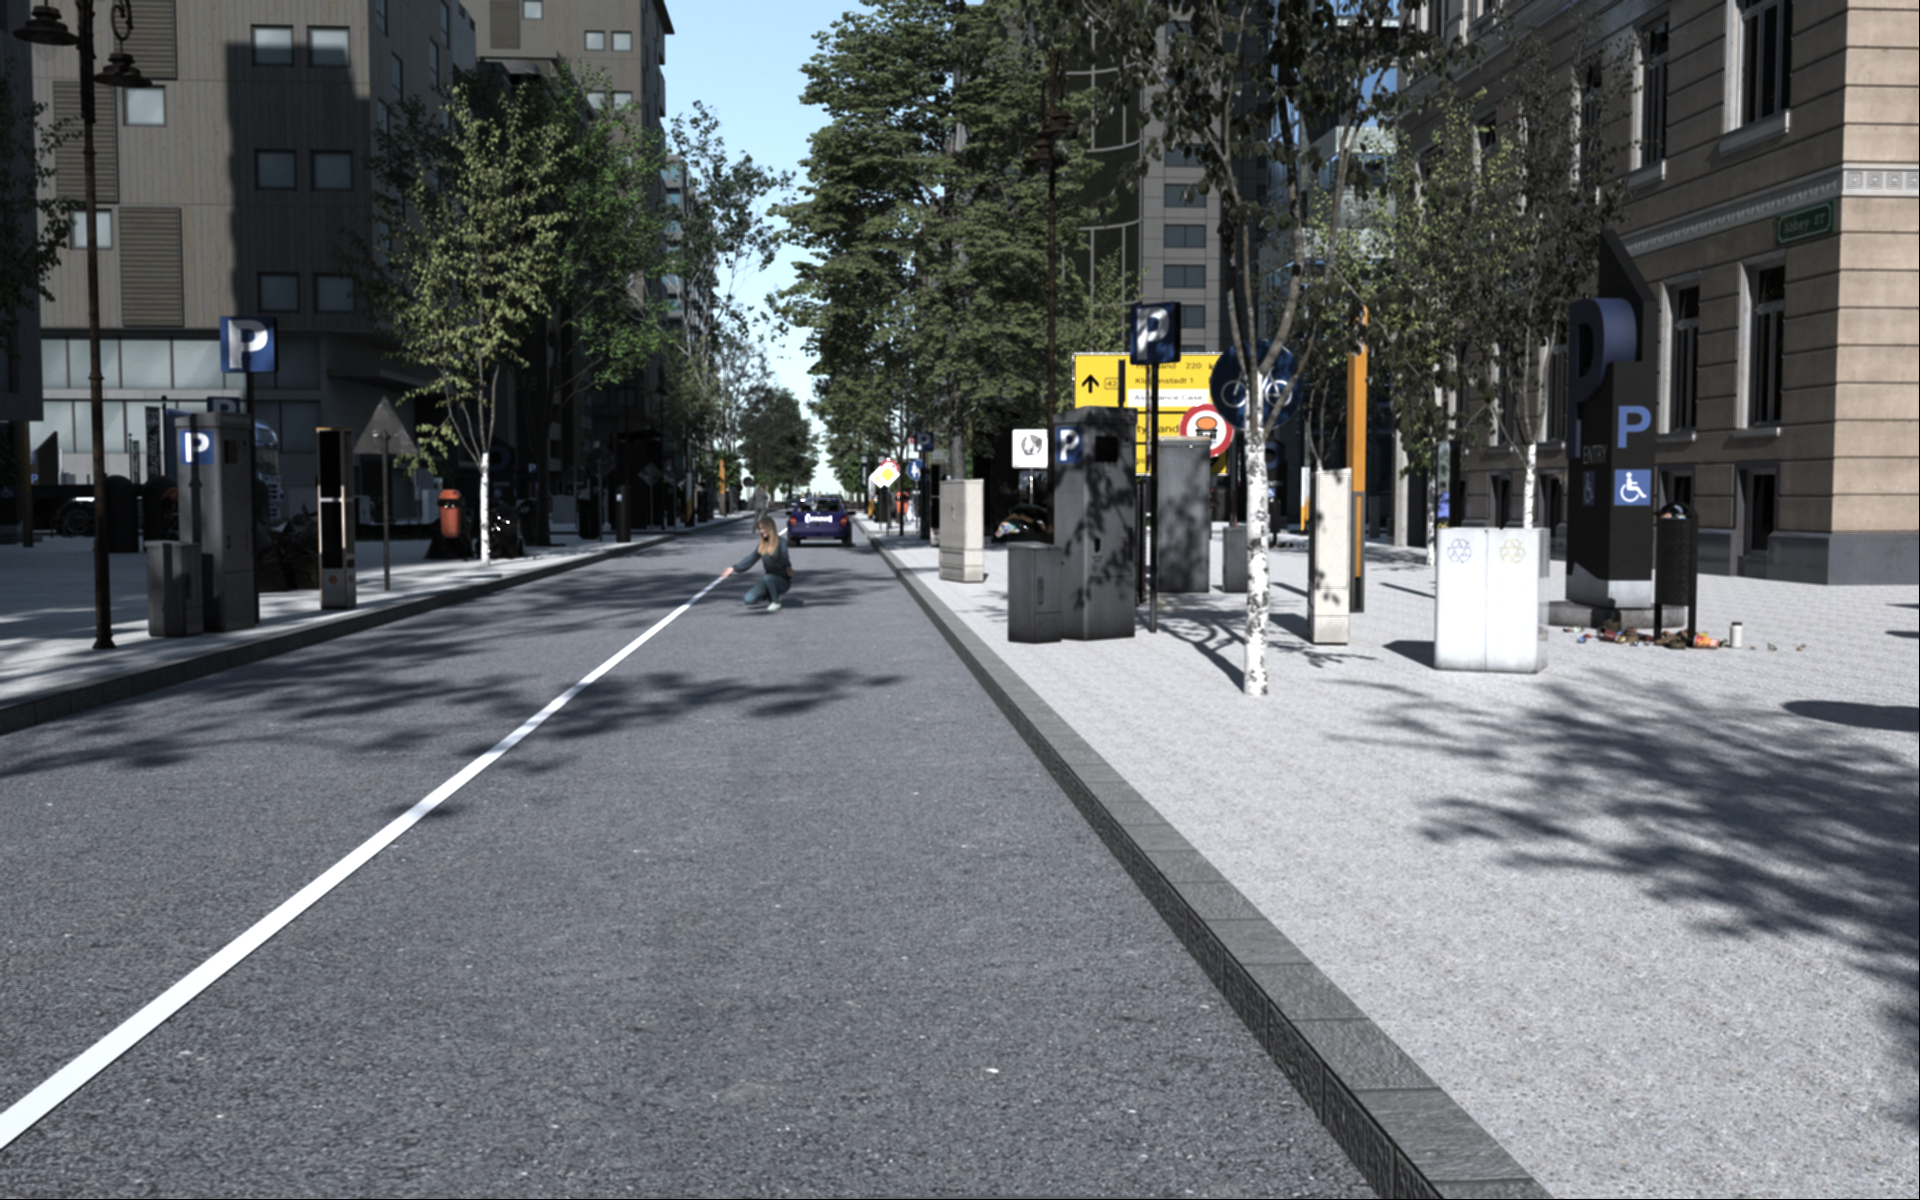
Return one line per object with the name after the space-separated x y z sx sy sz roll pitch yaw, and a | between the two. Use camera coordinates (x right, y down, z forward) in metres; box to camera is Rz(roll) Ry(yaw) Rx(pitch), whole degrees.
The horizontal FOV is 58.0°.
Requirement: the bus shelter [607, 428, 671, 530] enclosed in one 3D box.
-11.957 -4.505 64.935 1.731 3.624 6.357 0 4 -4 | bus shelter

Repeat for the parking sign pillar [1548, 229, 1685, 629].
6.411 -1.749 17.066 1.447 3.967 1.447 0 4 2 | parking sign pillar

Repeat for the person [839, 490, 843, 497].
-8.955 -7.310 129.028 0.512 1.701 0.522 1 4 18 | person

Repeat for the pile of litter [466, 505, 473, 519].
-24.585 -4.508 87.678 1.719 0.858 1.176 2 4 23 | pile of litter

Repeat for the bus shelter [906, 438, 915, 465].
-3.683 -8.496 116.547 2.179 5.291 8.768 0 4 -4 | bus shelter

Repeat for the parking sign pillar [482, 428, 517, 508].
-18.477 -4.948 69.370 1.447 3.967 1.447 0 4 -1 | parking sign pillar

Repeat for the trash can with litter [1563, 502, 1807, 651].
6.119 -0.248 15.116 1.678 1.210 2.233 -1 4 -10 | trash can with litter

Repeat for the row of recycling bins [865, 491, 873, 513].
-5.513 -6.524 113.775 1.069 1.692 3.534 1 4 9 | row of recycling bins

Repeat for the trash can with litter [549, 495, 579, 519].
-20.934 -4.817 89.807 2.233 1.210 1.678 -2 4 -33 | trash can with litter

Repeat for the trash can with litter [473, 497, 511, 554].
-10.424 -1.622 37.579 2.233 1.210 1.678 -2 4 -30 | trash can with litter

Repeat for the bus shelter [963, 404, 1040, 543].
1.093 -3.471 48.036 1.731 3.624 6.357 0 4 -4 | bus shelter

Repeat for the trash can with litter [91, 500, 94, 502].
-34.120 -3.460 67.966 0.624 1.170 1.055 3 5 42 | trash can with litter

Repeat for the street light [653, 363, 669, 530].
-10.537 -5.411 61.251 0.468 5.910 1.993 0 4 -4 | street light

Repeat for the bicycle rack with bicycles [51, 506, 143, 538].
-25.545 -2.316 51.251 2.925 0.926 2.852 1 4 11 | bicycle rack with bicycles

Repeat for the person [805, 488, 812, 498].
-9.833 -6.354 112.411 0.581 1.822 0.654 0 4 -3 | person

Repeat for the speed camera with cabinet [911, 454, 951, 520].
-1.352 -5.534 84.823 2.038 3.252 0.660 0 4 -3 | speed camera with cabinet

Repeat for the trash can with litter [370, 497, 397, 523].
-25.119 -3.918 75.451 0.624 1.170 1.055 3 4 38 | trash can with litter

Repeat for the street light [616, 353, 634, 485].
-9.667 -4.735 50.204 0.468 5.910 1.993 0 4 -4 | street light

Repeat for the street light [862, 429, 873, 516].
-5.249 -7.794 100.224 0.468 5.910 1.993 0 4 -4 | street light

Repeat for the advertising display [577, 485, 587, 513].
-25.944 -6.986 119.432 0.974 1.923 0.123 -1 4 -17 | advertising display

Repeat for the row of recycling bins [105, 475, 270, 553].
-17.286 -1.928 38.633 3.534 1.692 1.069 -2 4 -31 | row of recycling bins

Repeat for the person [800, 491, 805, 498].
-20.629 -13.393 227.562 1.348 1.812 0.705 1 4 12 | person

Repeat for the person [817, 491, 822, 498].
-15.058 -10.890 187.079 0.617 1.759 0.750 2 4 28 | person

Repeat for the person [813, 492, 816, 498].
-22.628 -15.942 269.705 0.434 1.755 0.990 0 4 -3 | person

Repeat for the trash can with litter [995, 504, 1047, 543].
0.910 -0.528 20.022 0.624 1.170 1.055 2 4 30 | trash can with litter

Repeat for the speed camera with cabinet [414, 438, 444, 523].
-18.719 -4.085 61.118 0.660 3.252 2.038 -2 4 -31 | speed camera with cabinet

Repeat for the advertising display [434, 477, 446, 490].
-19.516 -3.630 64.572 0.974 1.923 0.123 3 4 37 | advertising display

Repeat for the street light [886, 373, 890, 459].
-2.647 -5.643 65.051 0.468 5.910 1.993 0 4 -4 | street light

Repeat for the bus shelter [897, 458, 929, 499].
-2.941 -6.502 100.232 2.014 3.302 5.546 0 4 -4 | bus shelter

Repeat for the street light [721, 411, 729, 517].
-13.074 -7.562 96.429 0.468 5.910 1.993 0 4 -4 | street light

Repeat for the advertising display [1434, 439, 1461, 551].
5.868 -0.959 20.887 0.123 1.923 0.974 0 4 5 | advertising display

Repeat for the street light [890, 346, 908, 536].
-1.793 -4.907 53.025 0.468 5.910 1.993 0 4 -4 | street light

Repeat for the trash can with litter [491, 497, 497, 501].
-17.900 -3.361 66.335 0.624 1.170 1.055 0 4 2 | trash can with litter

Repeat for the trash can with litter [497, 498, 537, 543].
-11.385 -2.057 45.012 1.055 1.170 0.624 3 5 41 | trash can with litter

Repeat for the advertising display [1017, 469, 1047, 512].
1.949 -2.399 44.430 0.974 1.923 0.123 1 4 22 | advertising display

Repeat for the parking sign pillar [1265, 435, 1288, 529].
11.520 -4.656 64.601 1.447 3.967 1.447 -1 4 -11 | parking sign pillar

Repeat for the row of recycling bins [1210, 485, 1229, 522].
11.012 -4.449 79.860 3.534 1.692 1.069 -3 5 -39 | row of recycling bins

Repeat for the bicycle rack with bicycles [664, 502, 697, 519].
-15.251 -4.772 91.406 2.925 0.926 2.852 3 5 41 | bicycle rack with bicycles

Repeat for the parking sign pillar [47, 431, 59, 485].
-38.987 -5.216 73.752 1.447 3.967 1.447 1 4 8 | parking sign pillar

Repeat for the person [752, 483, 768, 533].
-7.375 -3.398 63.859 0.655 1.846 0.447 1 4 14 | person

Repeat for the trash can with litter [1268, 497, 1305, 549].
7.464 -1.876 41.727 1.678 1.210 2.233 1 4 13 | trash can with litter

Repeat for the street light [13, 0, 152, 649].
-7.114 -2.534 14.220 0.468 5.910 1.993 0 4 -4 | street light

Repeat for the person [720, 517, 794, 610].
-2.347 -0.452 21.389 1.012 1.151 0.738 3 4 39 | person

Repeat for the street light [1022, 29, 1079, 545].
0.946 -2.757 17.862 0.468 5.910 1.993 0 4 -4 | street light

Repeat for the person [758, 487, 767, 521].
-8.809 -4.184 77.006 0.767 1.812 0.694 -1 4 -13 | person

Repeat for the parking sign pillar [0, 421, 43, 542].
-25.406 -3.539 46.331 1.447 3.967 1.447 -1 4 -21 | parking sign pillar

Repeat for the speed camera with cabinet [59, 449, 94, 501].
-38.468 -4.972 75.632 2.038 3.252 0.660 1 4 11 | speed camera with cabinet

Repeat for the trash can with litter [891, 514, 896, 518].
-3.608 -4.993 93.022 0.624 1.170 1.055 -2 4 -29 | trash can with litter
